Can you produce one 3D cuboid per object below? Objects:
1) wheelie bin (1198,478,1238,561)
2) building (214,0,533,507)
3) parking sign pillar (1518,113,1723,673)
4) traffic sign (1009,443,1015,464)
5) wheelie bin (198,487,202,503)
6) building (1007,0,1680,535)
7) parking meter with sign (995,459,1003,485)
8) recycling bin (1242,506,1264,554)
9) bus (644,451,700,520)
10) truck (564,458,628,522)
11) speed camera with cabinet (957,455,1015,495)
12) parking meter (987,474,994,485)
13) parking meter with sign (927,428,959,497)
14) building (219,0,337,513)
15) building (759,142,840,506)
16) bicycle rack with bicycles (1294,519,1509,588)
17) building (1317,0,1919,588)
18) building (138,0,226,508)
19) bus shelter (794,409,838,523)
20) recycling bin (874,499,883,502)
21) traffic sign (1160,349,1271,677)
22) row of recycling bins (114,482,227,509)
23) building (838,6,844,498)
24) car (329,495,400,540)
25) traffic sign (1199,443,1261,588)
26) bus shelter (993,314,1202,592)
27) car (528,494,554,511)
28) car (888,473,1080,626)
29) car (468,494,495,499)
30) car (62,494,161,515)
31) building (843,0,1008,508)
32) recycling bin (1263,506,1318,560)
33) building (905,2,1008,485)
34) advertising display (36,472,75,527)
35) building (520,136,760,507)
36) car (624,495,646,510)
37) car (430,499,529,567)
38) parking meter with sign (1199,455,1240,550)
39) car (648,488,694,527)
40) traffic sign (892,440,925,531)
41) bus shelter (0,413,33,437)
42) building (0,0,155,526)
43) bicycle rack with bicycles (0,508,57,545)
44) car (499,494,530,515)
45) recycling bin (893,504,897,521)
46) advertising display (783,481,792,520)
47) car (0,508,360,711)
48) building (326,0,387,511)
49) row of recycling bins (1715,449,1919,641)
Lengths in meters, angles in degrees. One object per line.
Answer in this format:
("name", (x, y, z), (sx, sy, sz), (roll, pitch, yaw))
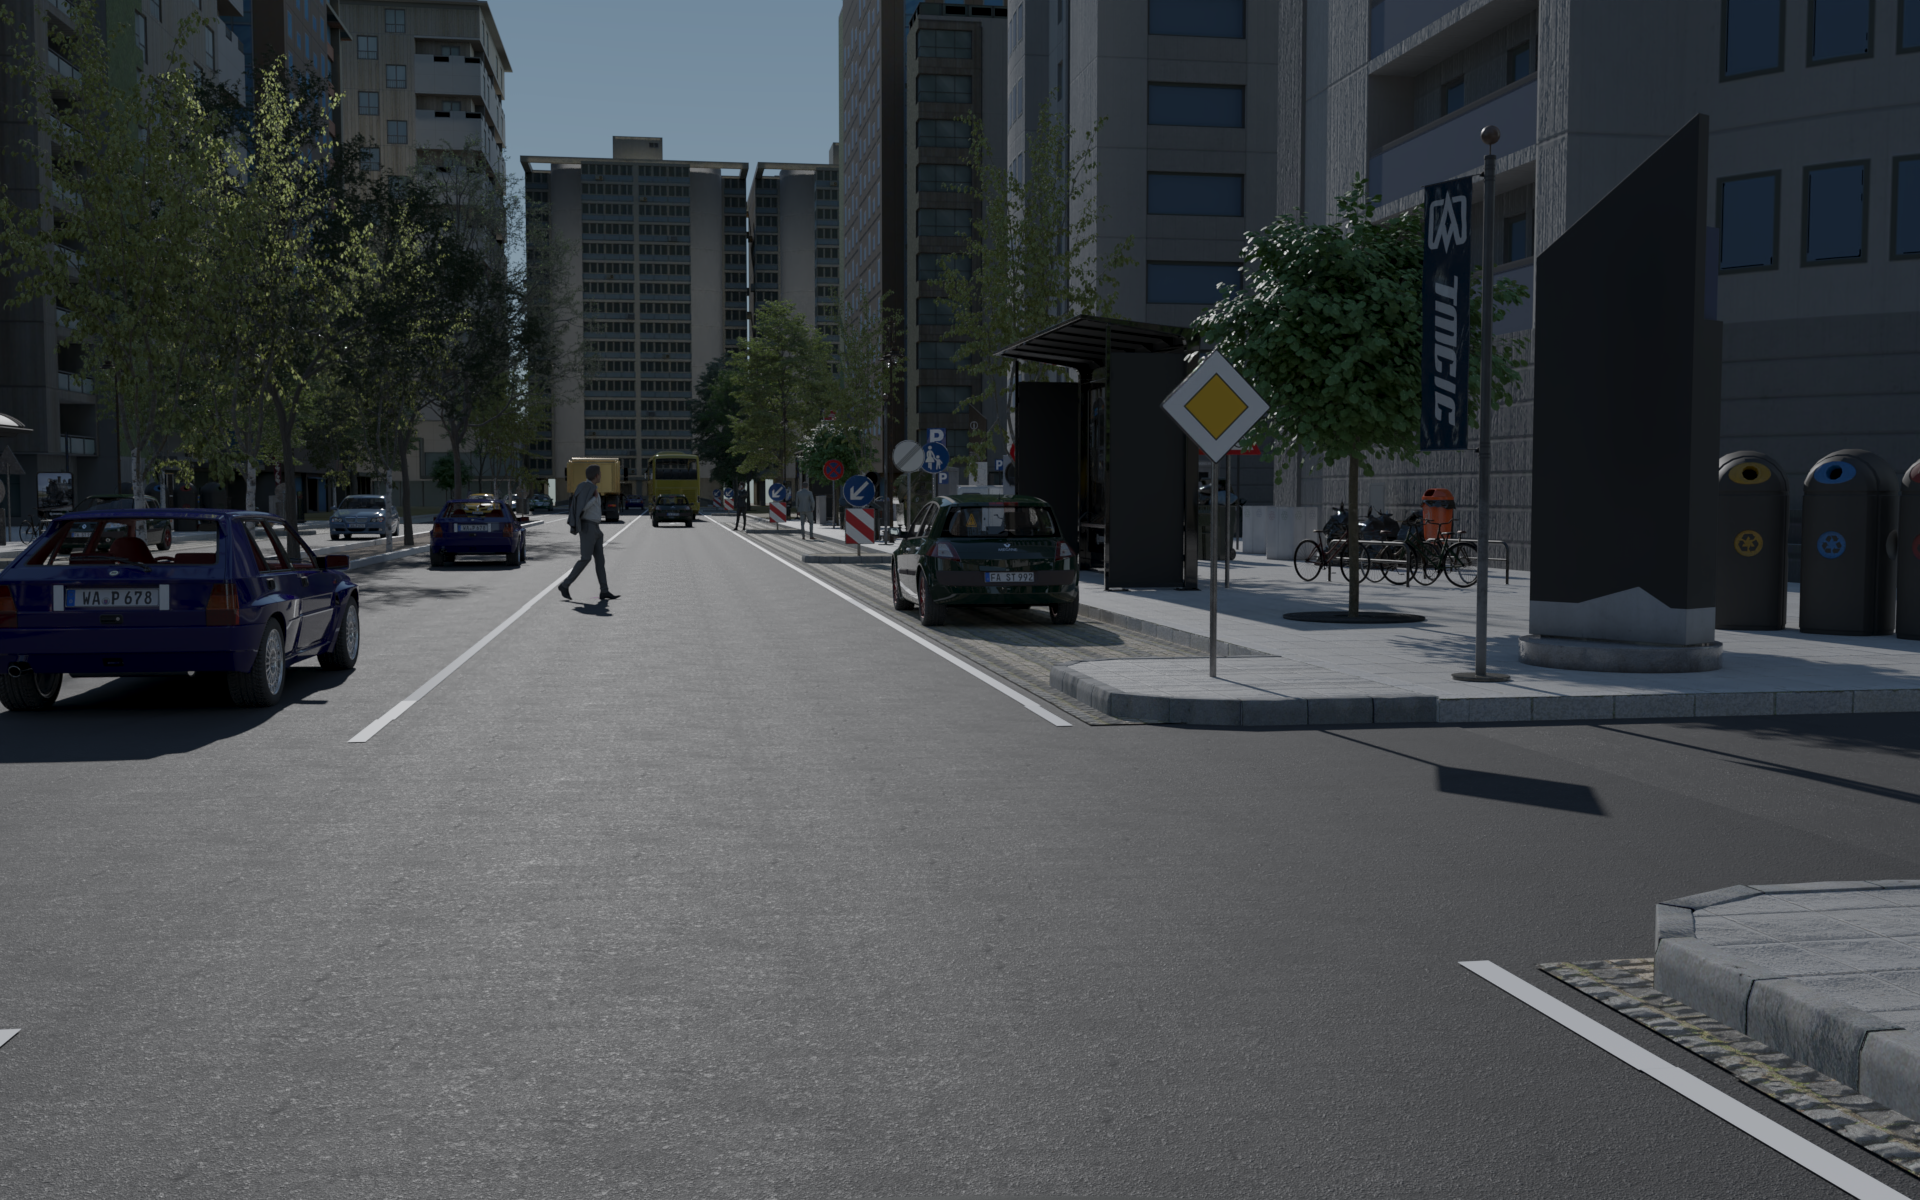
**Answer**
("wheelie bin", (4.954, -1.569, 33.563), (0.980, 1.594, 0.693), (3, 5, 43))
("building", (-60.450, -36.409, 184.525), (27.495, 52.752, 28.713), (-1, 4, -10))
("parking sign pillar", (4.980, -1.499, 12.980), (1.447, 3.967, 1.447), (-3, 4, -38))
("traffic sign", (1.463, -2.319, 38.016), (0.768, 2.556, 0.104), (0, 4, -1))
("wheelie bin", (-33.529, -4.241, 77.246), (0.980, 1.594, 0.693), (-2, 4, -29))
("building", (12.629, -32.472, 72.911), (21.231, 58.520, 28.212), (-1, 4, -10))
("parking meter with sign", (2.501, -5.610, 87.991), (0.543, 3.016, 1.738), (3, 4, 37))
("recycling bin", (6.569, -1.510, 37.249), (0.722, 1.027, 0.722), (-2, 4, -33))
("bus", (-16.527, -6.598, 99.431), (2.896, 3.916, 12.252), (-1, 4, -12))
("truck", (-19.478, -5.905, 92.469), (3.469, 3.379, 9.791), (-1, 4, -11))
("speed camera with cabinet", (0.863, -2.737, 39.082), (2.038, 3.252, 0.660), (3, 5, 41))
("parking meter", (0.762, -2.701, 49.876), (0.399, 1.863, 0.255), (2, 4, 34))
("parking meter with sign", (-0.310, -3.076, 46.550), (0.543, 3.016, 1.738), (1, 4, 21))
("building", (-50.188, -28.401, 114.468), (14.600, 45.320, 14.200), (-1, 4, -10))
("building", (-11.596, -30.728, 194.291), (23.993, 40.220, 32.217), (-1, 4, -10))
("bicycle rack with bicycles", (6.535, -0.696, 24.754), (2.852, 0.926, 2.925), (-2, 4, -24))
("building", (22.649, -30.014, 32.723), (28.212, 58.520, 21.231), (-1, 4, -10))
("building", (-54.718, -30.755, 92.076), (28.713, 52.752, 27.495), (-1, 4, -10))
("bus shelter", (-6.422, -6.236, 79.584), (2.179, 5.291, 8.768), (-1, 4, -10))
("recycling bin", (-3.675, -3.842, 75.366), (0.722, 1.027, 0.722), (-1, 4, -22))
("traffic sign", (1.771, -0.517, 12.089), (0.795, 2.450, 0.064), (-1, 4, -10))
("row of recycling bins", (-26.869, -3.171, 58.967), (3.534, 1.692, 1.069), (-3, 4, -37))
("building", (-3.521, -28.450, 148.758), (14.154, 41.232, 14.086), (-1, 4, -10))
("car", (-19.225, -2.693, 56.040), (2.014, 1.417, 4.499), (-1, 4, -11))
("traffic sign", (3.639, -1.439, 23.533), (0.884, 2.594, 0.081), (0, 4, -5))
("bus shelter", (1.906, -2.114, 25.849), (1.731, 3.624, 6.357), (-1, 4, -10))
("car", (-35.117, -8.156, 145.155), (2.131, 1.459, 4.920), (-1, 4, -10))
("car", (0.214, -0.635, 20.174), (2.009, 1.686, 4.222), (-1, 4, -8))
("car", (-25.372, -4.991, 91.822), (2.015, 1.641, 3.980), (-1, 4, -10))
("car", (-20.747, -1.999, 42.464), (2.009, 1.686, 4.222), (0, 4, -8))
("building", (-1.452, -29.626, 134.491), (14.600, 45.320, 14.200), (-1, 4, -10))
("recycling bin", (6.493, -1.304, 33.881), (0.722, 1.027, 0.722), (-2, 4, -34))
("building", (3.411, -20.509, 107.027), (14.160, 30.474, 14.107), (-1, 4, -10))
("advertising display", (-26.077, -2.737, 49.958), (0.974, 1.923, 0.123), (-1, 4, -12))
("building", (-35.345, -30.517, 190.840), (23.993, 40.220, 32.217), (-1, 4, -10))
("car", (-29.805, -8.941, 158.766), (1.945, 1.354, 3.894), (-1, 4, -9))
("car", (-9.903, -1.416, 35.725), (1.945, 1.354, 3.894), (-1, 4, -11))
("parking meter with sign", (5.559, -2.656, 39.683), (1.738, 3.016, 0.543), (0, 4, -5))
("car", (-12.741, -4.082, 76.532), (2.009, 1.686, 4.222), (-1, 4, -11))
("traffic sign", (-1.215, -2.498, 40.953), (0.768, 2.556, 0.104), (0, 4, -1))
("bus shelter", (-23.449, -2.820, 40.024), (2.014, 3.302, 5.546), (-1, 4, -10))
("building", (-42.318, -23.608, 69.583), (14.154, 41.232, 14.086), (-1, 4, -10))
("bicycle rack with bicycles", (-24.336, -1.890, 44.292), (2.852, 0.926, 2.925), (0, 4, -7))
("car", (-31.357, -6.741, 122.010), (2.131, 1.459, 4.920), (-1, 4, -11))
("recycling bin", (-3.310, -4.350, 83.675), (0.722, 1.027, 0.722), (2, 4, 27))
("advertising display", (-8.409, -4.844, 84.406), (0.123, 1.923, 0.974), (1, 4, 13))
("car", (-5.653, -0.019, 12.883), (1.945, 1.354, 3.894), (0, 4, -8))
("building", (-61.677, -29.383, 135.030), (28.867, 44.769, 22.147), (-1, 4, -10))
("row of recycling bins", (8.418, -0.520, 15.614), (1.069, 1.692, 3.534), (-3, 5, -41))
